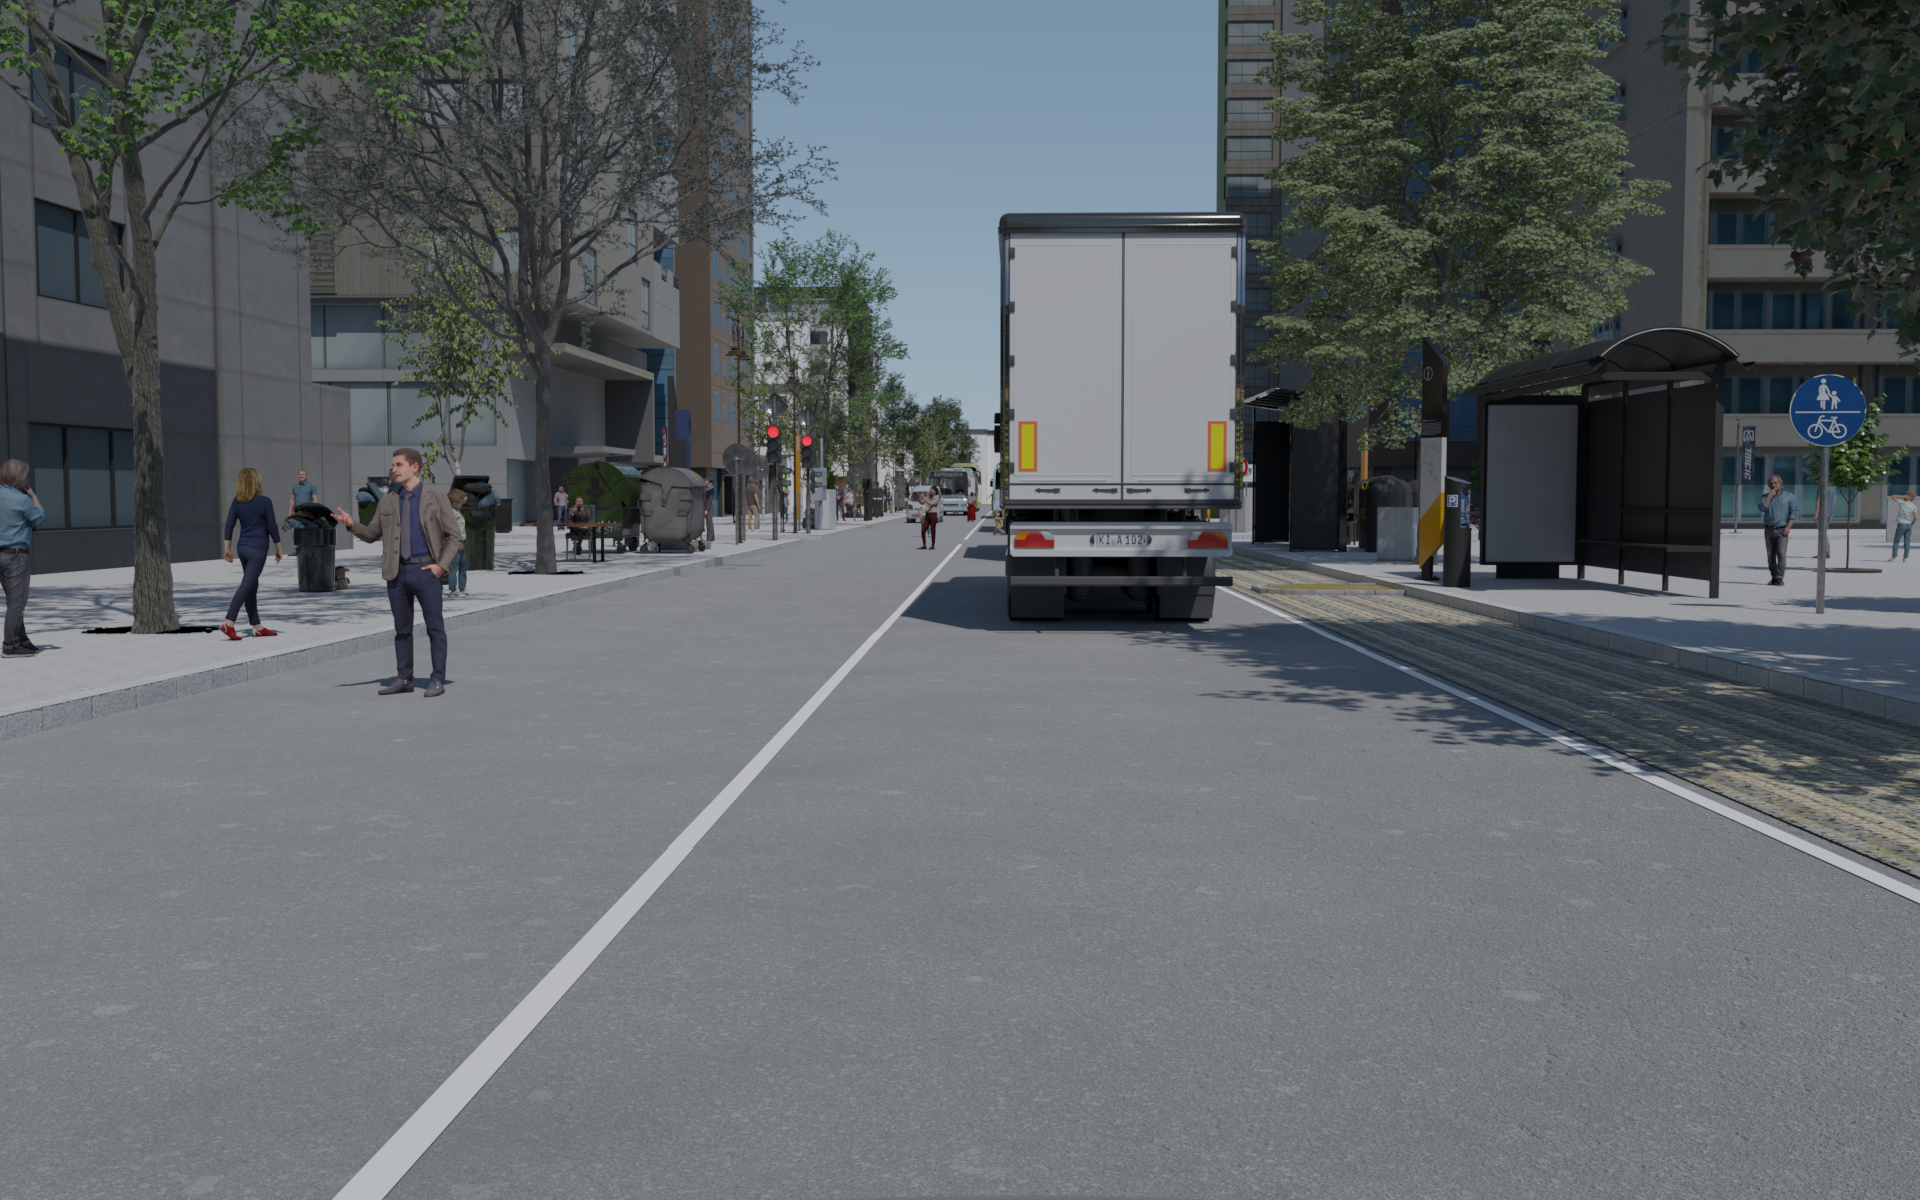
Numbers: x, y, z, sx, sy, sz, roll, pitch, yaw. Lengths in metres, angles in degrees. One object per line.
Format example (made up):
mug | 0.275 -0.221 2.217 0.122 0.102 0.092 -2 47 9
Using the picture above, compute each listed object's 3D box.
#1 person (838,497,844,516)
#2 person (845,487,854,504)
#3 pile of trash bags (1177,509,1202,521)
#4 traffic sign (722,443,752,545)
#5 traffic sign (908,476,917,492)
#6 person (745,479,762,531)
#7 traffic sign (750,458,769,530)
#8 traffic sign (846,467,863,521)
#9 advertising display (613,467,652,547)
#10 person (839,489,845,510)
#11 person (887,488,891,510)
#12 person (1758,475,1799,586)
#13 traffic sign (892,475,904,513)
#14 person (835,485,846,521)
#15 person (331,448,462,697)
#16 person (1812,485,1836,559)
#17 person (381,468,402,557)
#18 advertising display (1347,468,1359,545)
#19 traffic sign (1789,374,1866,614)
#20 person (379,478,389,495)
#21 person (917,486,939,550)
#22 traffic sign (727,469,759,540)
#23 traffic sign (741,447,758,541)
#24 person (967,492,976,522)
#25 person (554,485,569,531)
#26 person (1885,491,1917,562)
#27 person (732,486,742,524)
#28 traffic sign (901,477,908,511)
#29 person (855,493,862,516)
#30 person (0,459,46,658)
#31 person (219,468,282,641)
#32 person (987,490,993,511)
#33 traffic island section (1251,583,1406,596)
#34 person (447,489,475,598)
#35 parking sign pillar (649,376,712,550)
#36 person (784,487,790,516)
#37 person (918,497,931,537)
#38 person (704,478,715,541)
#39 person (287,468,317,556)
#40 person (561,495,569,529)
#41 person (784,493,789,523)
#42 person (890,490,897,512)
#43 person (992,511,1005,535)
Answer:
person | -6.856 -5.425 98.652 0.435 1.345 0.340 -1 4 -18
person | -7.223 -6.506 113.088 0.551 1.740 0.621 -1 4 -12
pile of trash bags | 10.108 -4.179 78.083 1.912 1.369 3.447 1 4 15
traffic sign | -5.628 -2.662 43.636 0.768 2.556 0.104 1 4 11
traffic sign | -3.525 -7.702 125.930 0.884 2.594 0.081 0 4 5
person | -7.091 -3.262 59.510 0.434 1.807 0.598 -3 4 -39
traffic sign | -7.171 -3.761 61.602 0.768 2.556 0.104 1 4 8
traffic sign | -4.950 -4.963 81.252 0.768 2.556 0.104 0 4 5
advertising display | -7.963 -2.249 41.991 0.974 1.923 0.123 0 4 -4
person | -9.019 -7.552 130.984 0.593 1.643 0.415 0 4 -2
person | -5.698 -8.076 138.177 0.705 1.812 1.348 0 4 -1
person | 11.479 -0.982 24.304 0.429 1.552 0.499 -2 4 -27
traffic sign | -4.167 -7.110 116.362 0.768 2.556 0.104 0 4 4
person | -5.786 -4.668 82.808 0.683 1.767 0.568 0 4 1
person | -3.959 -0.194 12.204 0.617 1.759 0.750 1 4 22
person | 17.193 -1.734 34.523 0.598 1.807 0.434 -2 4 -28
person | -11.460 -1.765 35.029 0.434 1.807 0.598 -2 4 -34
advertising display | 9.734 -2.354 43.697 0.123 1.923 0.974 -1 4 -19
traffic sign | 9.210 -1.123 18.471 0.768 2.556 0.104 0 4 8
person | -16.284 -2.590 49.117 0.841 1.734 0.376 -1 4 -10
person | -0.821 -2.118 44.590 0.566 1.644 0.517 0 4 -4
traffic sign | -6.081 -2.968 48.526 0.884 2.594 0.081 0 4 5
traffic sign | -5.853 -2.864 46.930 0.768 2.556 0.104 1 4 10
person | 0.573 -4.777 89.065 0.523 1.526 0.387 2 4 25
person | -13.886 -3.202 60.352 0.435 1.587 0.963 2 4 28
person | 17.773 -1.390 32.686 0.435 1.345 0.340 0 4 -2
person | -9.669 -4.145 75.282 0.593 1.643 0.415 1 4 17
traffic sign | -4.235 -7.787 127.429 0.768 2.556 0.104 1 4 8
person | -5.540 -5.190 94.802 0.435 1.345 0.340 -1 4 -12
person | -7.430 -0.326 13.588 0.429 1.552 0.499 -3 5 -40
person | -6.307 -0.413 15.344 0.480 1.512 0.613 0 4 1
person | 2.823 -8.513 147.707 1.348 1.822 0.705 3 5 41
traffic island section | 5.295 -0.147 25.266 1.991 0.108 1.994 0 4 2
person | -6.213 -0.708 21.526 0.340 1.345 0.435 -1 4 -16
parking sign pillar | -6.513 -3.165 40.221 1.447 3.967 1.447 0 4 -5
person | -10.106 -5.749 100.706 0.621 1.740 0.551 3 5 40
person | -1.148 -2.770 57.698 0.435 1.345 0.340 -2 4 -27
person | -6.872 -2.446 46.838 0.445 1.727 0.742 -3 5 -43
person | -13.553 -1.803 35.652 0.598 1.807 0.434 1 4 20
person | -14.431 -3.251 63.098 0.435 1.345 0.340 0 4 7
person | -7.676 -4.019 75.662 0.340 1.345 0.435 1 4 11
person | -4.711 -7.039 123.348 0.590 1.554 0.614 3 4 37
person | 1.457 -2.675 60.164 0.695 0.859 0.347 1 4 14
